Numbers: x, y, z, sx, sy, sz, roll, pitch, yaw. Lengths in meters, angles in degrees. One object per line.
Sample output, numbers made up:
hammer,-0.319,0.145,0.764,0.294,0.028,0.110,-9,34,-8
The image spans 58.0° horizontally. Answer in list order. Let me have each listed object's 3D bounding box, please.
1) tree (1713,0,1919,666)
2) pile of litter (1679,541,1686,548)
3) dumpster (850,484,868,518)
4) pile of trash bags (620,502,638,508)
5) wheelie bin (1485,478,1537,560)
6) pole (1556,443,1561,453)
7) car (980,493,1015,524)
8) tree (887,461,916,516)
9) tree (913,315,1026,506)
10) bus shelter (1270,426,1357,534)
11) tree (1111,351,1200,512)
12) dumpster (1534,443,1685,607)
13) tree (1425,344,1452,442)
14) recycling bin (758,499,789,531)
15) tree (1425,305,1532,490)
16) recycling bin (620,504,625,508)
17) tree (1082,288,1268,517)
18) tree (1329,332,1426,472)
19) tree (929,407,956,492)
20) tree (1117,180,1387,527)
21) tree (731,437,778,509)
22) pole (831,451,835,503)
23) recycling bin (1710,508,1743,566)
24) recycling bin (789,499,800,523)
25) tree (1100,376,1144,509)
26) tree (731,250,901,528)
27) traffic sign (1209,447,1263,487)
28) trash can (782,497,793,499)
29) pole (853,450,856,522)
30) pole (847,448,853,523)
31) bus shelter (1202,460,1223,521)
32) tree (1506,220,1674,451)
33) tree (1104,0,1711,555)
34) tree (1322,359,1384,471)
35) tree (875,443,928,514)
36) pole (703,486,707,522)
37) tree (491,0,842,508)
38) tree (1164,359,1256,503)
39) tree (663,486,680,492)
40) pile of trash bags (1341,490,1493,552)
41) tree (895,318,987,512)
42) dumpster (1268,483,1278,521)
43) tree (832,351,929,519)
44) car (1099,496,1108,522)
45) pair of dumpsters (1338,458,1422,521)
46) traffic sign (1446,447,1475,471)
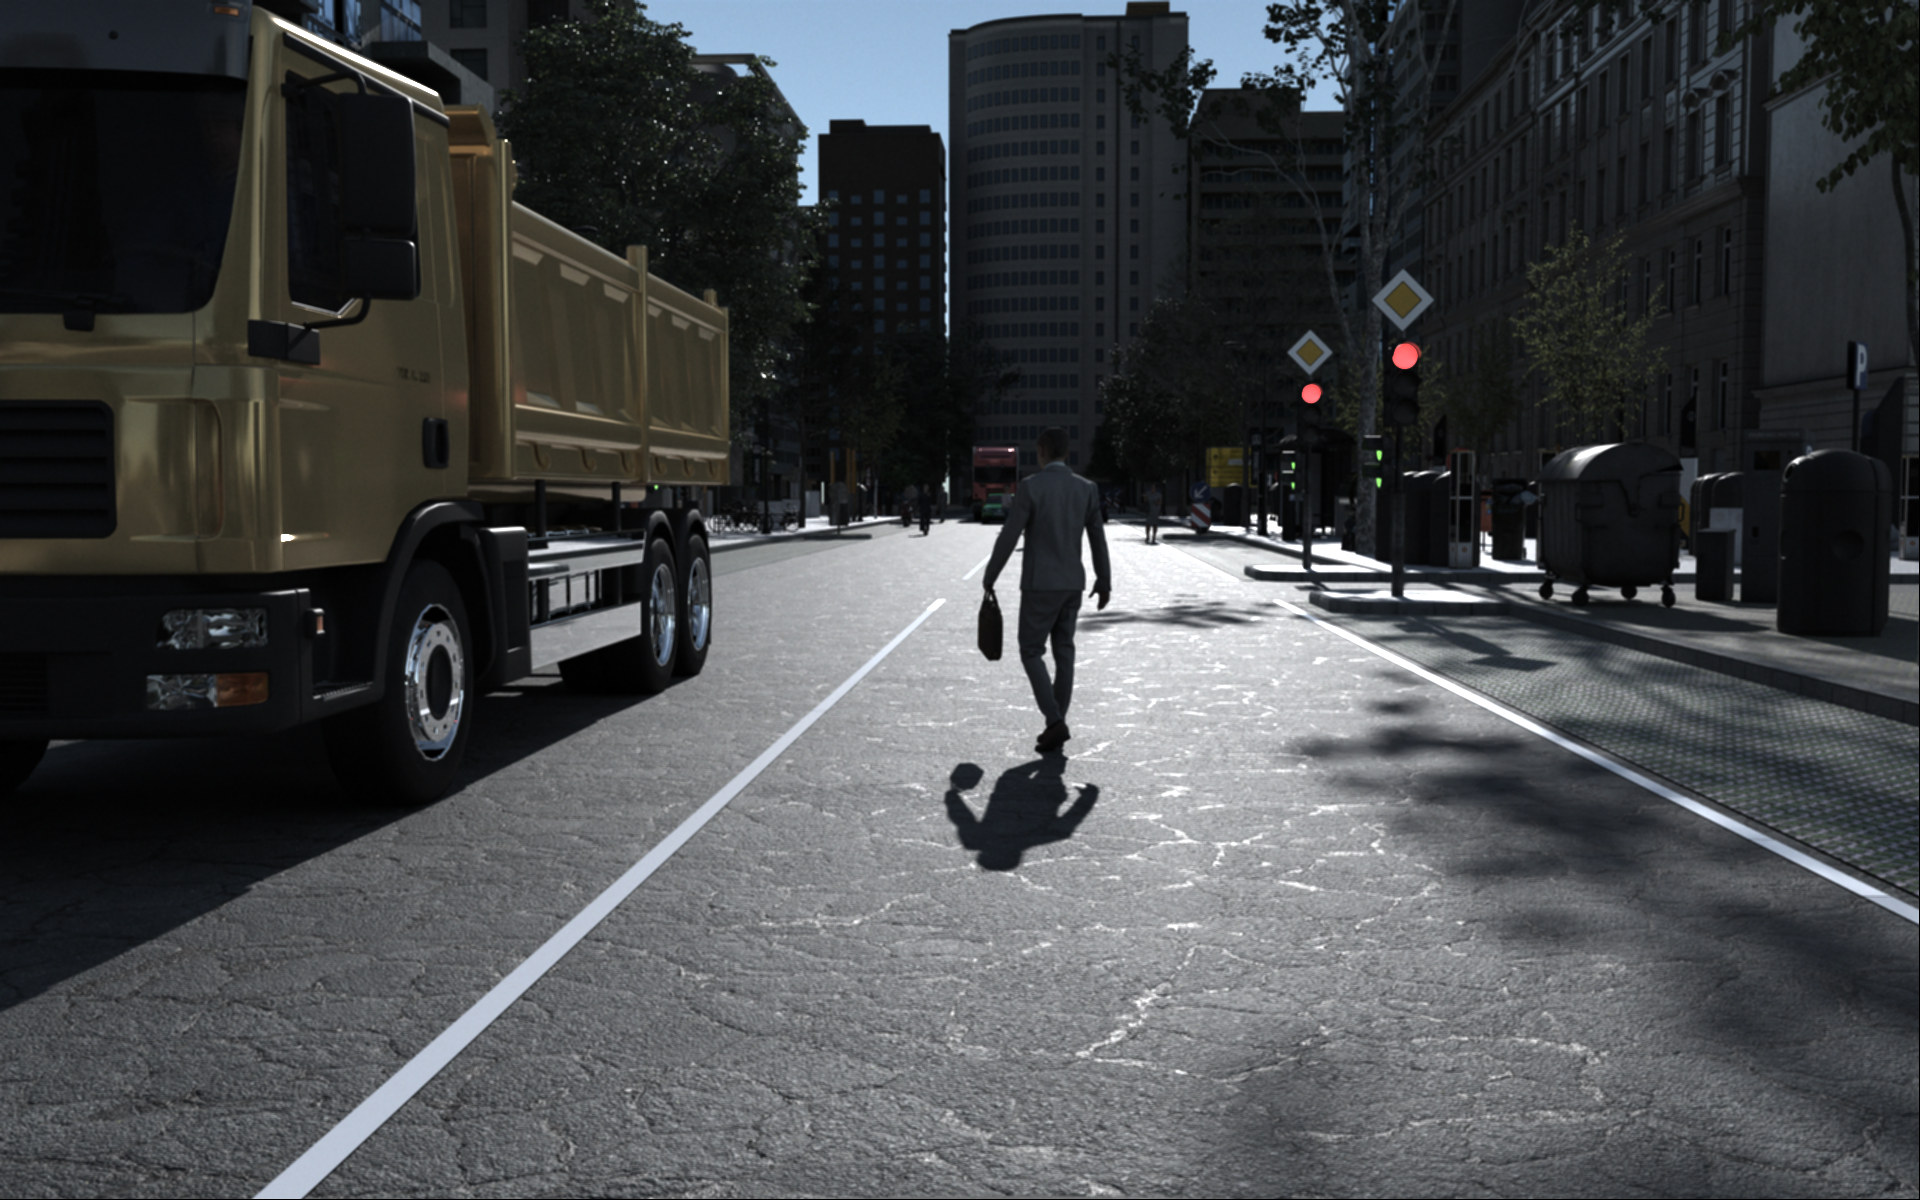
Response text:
tree,7.233,-3.796,12.427,4.737,8.622,4.395,0,3,0
pile of litter,17.048,-1.702,41.801,1.176,0.858,1.719,3,4,37
dumpster,-5.768,-5.447,94.825,1.264,1.857,1.865,0,4,3
pile of trash bags,-15.632,-4.197,78.377,3.447,1.369,1.912,2,4,35
wheelie bin,10.754,-1.586,33.841,0.980,1.594,0.693,1,4,22
pole,24.089,-4.647,69.823,0.158,3.312,0.155,0,3,0
car,2.002,-4.592,83.869,1.959,1.807,4.718,0,4,4
tree,-3.576,-6.498,100.842,1.663,3.219,1.824,0,3,0
tree,1.270,-19.887,181.034,12.611,20.169,13.585,0,3,0
bus shelter,11.091,-3.697,54.374,2.014,3.302,5.546,0,4,3
tree,14.310,-12.385,120.616,7.486,12.596,7.792,0,3,0
dumpster,7.625,-0.893,20.365,1.264,1.857,1.865,0,4,3
tree,21.166,-8.055,82.058,4.360,8.622,3.978,0,3,0
recycling bin,-6.661,-2.983,61.328,0.722,1.027,0.722,-3,5,-41
tree,20.543,-7.197,68.038,4.737,8.622,4.395,0,3,0
recycling bin,-8.783,-1.854,42.871,0.722,1.027,0.722,3,4,38
tree,12.428,-11.003,96.914,9.611,12.733,9.660,0,3,0
tree,18.422,-7.736,76.846,4.360,8.622,3.978,0,3,0
tree,-1.770,-11.619,140.325,4.737,8.622,4.395,0,3,0
tree,11.209,-9.585,67.083,12.009,13.543,11.850,0,3,0
tree,-12.190,-7.101,99.820,4.285,4.588,4.351,0,3,0
pole,-6.051,-5.420,82.460,0.158,3.312,0.155,0,3,0
recycling bin,13.954,-1.136,31.132,0.722,1.027,0.722,3,5,43
recycling bin,-7.434,-3.994,77.857,0.722,1.027,0.722,0,4,8
tree,15.965,-13.873,152.579,9.928,11.665,9.643,0,3,0
tree,-5.693,-8.020,65.539,7.601,10.594,8.767,-2,4,-28
traffic sign,11.838,-4.924,74.375,2.265,3.308,0.079,0,4,4
trash can,-9.678,-5.247,97.446,0.748,1.137,0.748,0,3,0
pole,-4.888,-5.250,79.678,0.158,3.312,0.155,0,3,0
pole,-4.932,-5.061,76.597,0.158,3.312,0.155,0,3,0
bus shelter,12.506,-5.315,80.816,2.014,3.302,5.546,0,4,3
tree,17.085,-5.937,47.432,4.360,8.622,3.978,0,3,0
tree,9.509,-11.109,37.520,12.611,20.169,13.585,0,3,0
tree,21.321,-8.751,93.446,4.737,8.622,4.395,0,3,0
tree,-3.750,-7.783,110.961,4.285,4.588,4.351,0,3,0
pole,-11.924,-5.326,80.916,0.158,3.312,0.155,0,3,0
tree,-7.872,-8.392,43.869,9.857,13.997,8.962,0,3,0
tree,12.361,-8.300,86.068,4.737,8.622,4.395,0,3,0
tree,-15.132,-6.313,86.931,4.285,4.588,4.351,0,3,0
pile of trash bags,10.289,-1.776,38.784,3.447,1.369,1.912,1,4,13
tree,-2.699,-13.309,124.258,9.857,13.997,8.962,0,3,0
dumpster,15.665,-4.776,83.839,1.264,1.857,1.865,0,4,3
tree,-4.462,-8.515,89.589,4.737,8.622,4.395,0,3,0
car,6.691,-4.687,89.220,1.945,1.354,3.894,0,4,1
pair of dumpsters,11.607,-2.779,47.930,1.574,2.255,4.437,0,4,3
traffic sign,13.643,-2.885,47.275,0.768,2.556,0.104,1,4,11
